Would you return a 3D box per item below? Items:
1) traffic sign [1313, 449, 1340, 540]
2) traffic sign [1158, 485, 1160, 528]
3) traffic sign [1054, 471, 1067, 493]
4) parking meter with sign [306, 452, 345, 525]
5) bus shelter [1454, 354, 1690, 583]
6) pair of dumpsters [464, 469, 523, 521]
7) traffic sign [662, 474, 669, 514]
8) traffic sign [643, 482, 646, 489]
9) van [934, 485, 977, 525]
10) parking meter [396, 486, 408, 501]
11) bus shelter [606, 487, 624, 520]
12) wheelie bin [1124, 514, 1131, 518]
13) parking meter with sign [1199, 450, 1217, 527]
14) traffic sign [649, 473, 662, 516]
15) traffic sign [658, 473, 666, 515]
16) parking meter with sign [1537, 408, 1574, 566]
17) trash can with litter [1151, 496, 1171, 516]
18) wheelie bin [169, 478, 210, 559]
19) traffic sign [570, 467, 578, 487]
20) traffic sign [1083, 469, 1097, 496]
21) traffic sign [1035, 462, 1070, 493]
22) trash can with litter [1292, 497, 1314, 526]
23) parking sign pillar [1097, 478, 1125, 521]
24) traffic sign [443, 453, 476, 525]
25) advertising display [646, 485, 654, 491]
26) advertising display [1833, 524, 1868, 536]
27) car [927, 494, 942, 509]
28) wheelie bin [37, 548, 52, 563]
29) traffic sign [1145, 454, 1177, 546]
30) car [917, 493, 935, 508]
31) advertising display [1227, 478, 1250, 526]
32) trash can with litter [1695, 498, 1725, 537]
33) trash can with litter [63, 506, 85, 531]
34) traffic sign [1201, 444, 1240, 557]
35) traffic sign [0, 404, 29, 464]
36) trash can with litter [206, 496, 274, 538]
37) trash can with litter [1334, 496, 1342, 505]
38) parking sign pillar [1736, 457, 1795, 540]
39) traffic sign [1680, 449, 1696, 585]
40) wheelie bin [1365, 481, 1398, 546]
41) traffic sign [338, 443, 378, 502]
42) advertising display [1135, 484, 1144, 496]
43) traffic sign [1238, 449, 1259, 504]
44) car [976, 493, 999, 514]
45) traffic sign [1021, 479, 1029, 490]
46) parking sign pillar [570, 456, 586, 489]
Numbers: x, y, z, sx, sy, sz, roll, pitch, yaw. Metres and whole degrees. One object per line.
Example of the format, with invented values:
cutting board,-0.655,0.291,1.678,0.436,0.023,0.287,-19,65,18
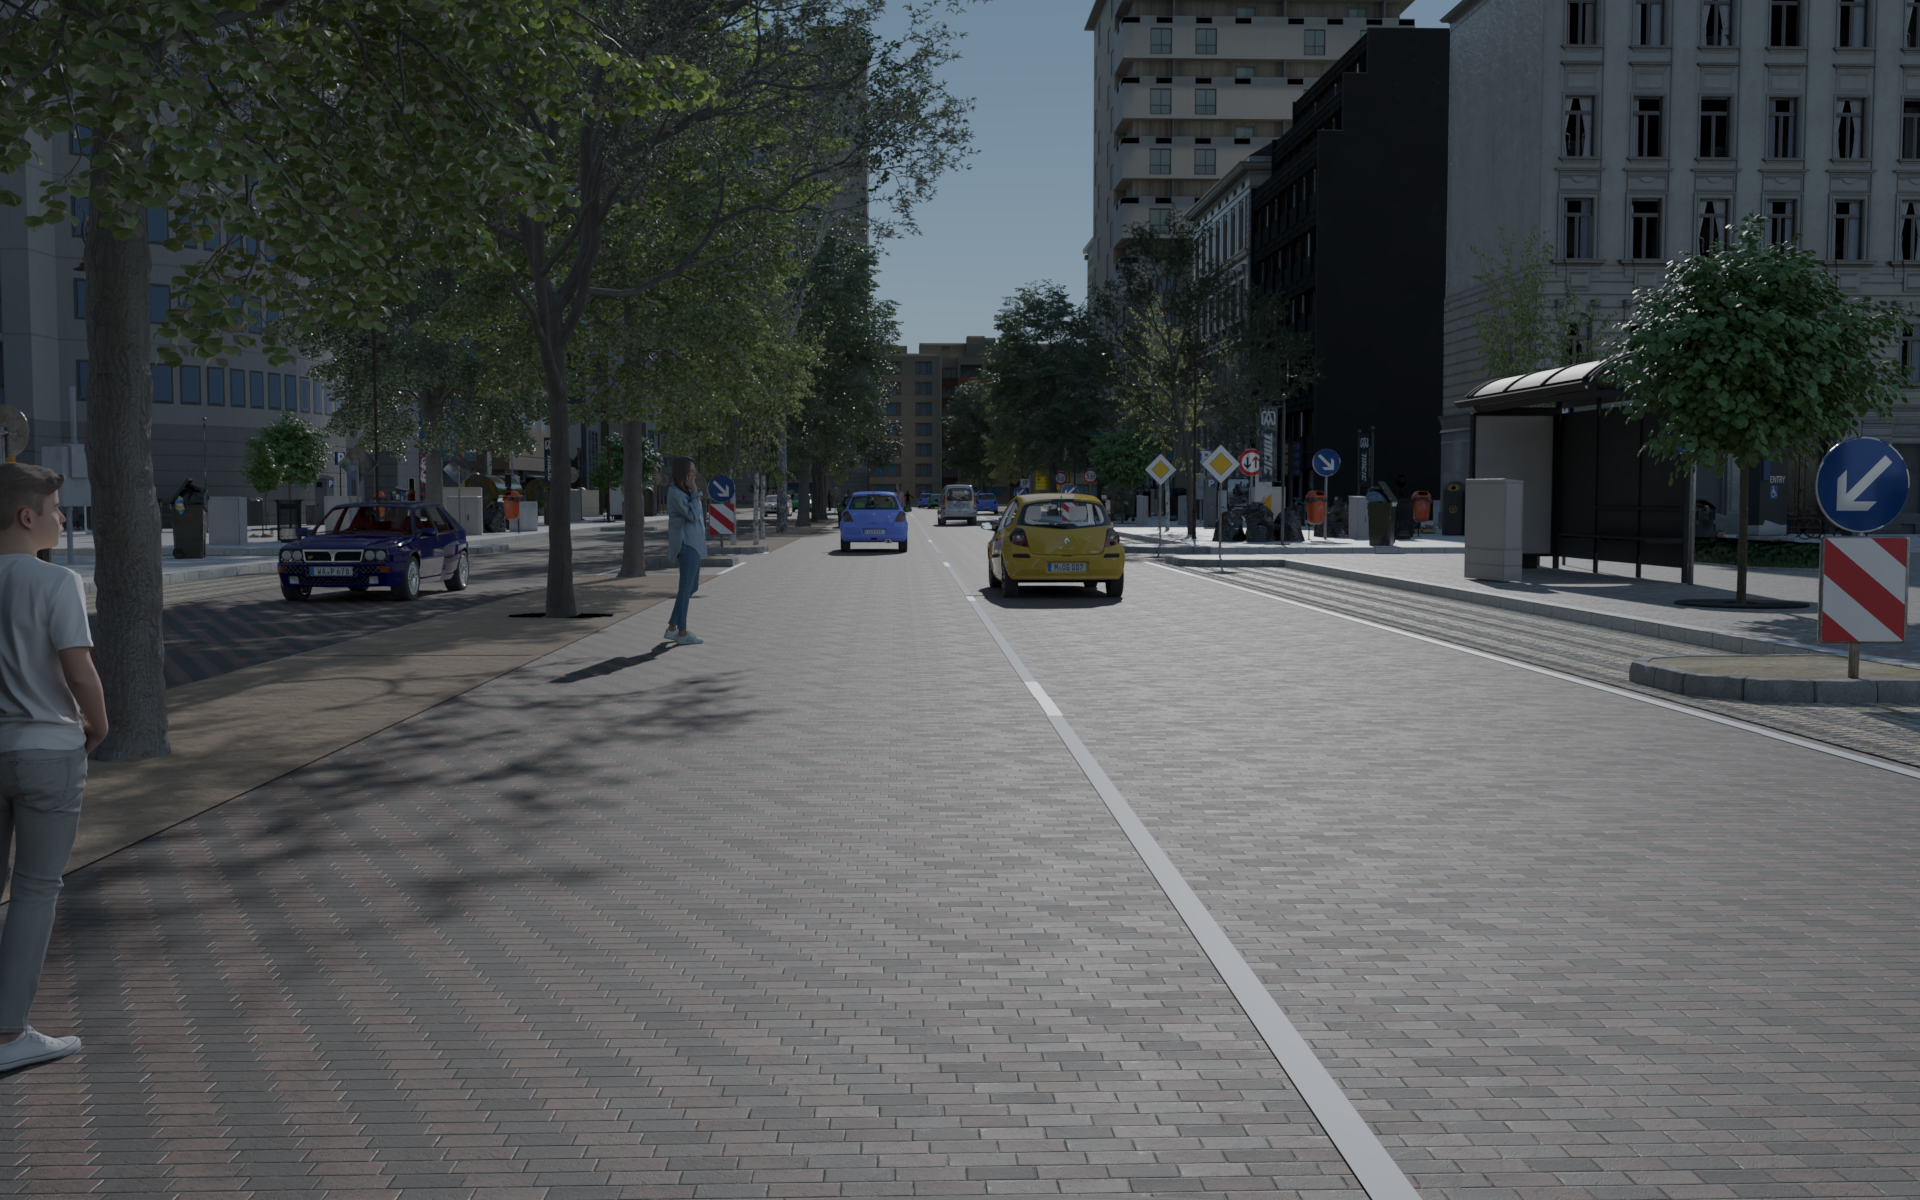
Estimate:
traffic sign,10.307,-2.978,48.792,0.768,2.556,0.104,0,4,6
traffic sign,7.538,-3.935,65.528,0.795,2.450,0.064,0,4,-1
traffic sign,5.649,-5.944,97.296,0.768,2.556,0.104,0,4,-1
parking meter with sign,-26.374,-4.624,71.858,1.738,3.016,0.543,1,4,19
bus shelter,9.651,-2.041,27.288,2.014,3.302,5.546,0,4,-2
pair of dumpsters,-17.507,-3.798,64.593,1.574,2.255,4.437,0,4,-2
traffic sign,-18.733,-6.684,109.382,0.768,2.556,0.104,0,4,3
traffic sign,-18.226,-6.138,94.225,2.265,3.308,0.079,0,4,0
van,-0.149,-4.493,80.474,2.013,2.044,4.112,0,4,-4
parking meter,-18.260,-2.952,56.684,0.372,1.533,0.369,0,3,0
bus shelter,-16.938,-5.795,88.672,2.014,3.302,5.546,0,4,-2
wheelie bin,8.684,-5.149,92.095,0.693,1.594,0.980,-2,4,-32
parking meter with sign,9.766,-4.379,67.851,0.543,3.016,1.738,0,4,-1
traffic sign,-18.008,-6.253,102.339,0.768,2.556,0.104,0,4,3
traffic sign,-18.510,-6.525,106.784,0.768,2.556,0.104,0,4,7
parking meter with sign,10.056,-2.134,31.156,1.738,3.016,0.543,0,4,3
trash can with litter,11.496,-5.522,101.346,1.678,1.210,2.233,1,4,20
wheelie bin,-15.341,-1.627,34.516,0.693,1.594,0.980,-1,4,-17
traffic sign,-18.072,-4.904,80.285,0.768,2.556,0.104,0,4,-1
traffic sign,6.480,-5.256,86.045,0.768,2.556,0.104,0,4,3
traffic sign,5.939,-7.190,111.435,2.265,3.308,0.079,0,4,2
trash can with litter,13.756,-3.518,68.900,1.055,1.170,0.624,2,4,32
parking sign pillar,7.317,-5.844,84.019,1.447,3.967,1.447,1,4,13
traffic sign,-12.257,-2.372,42.432,0.795,2.450,0.064,0,4,-2
advertising display,-19.688,-6.385,109.608,0.974,1.923,0.123,-2,4,-30
advertising display,23.567,-2.482,45.787,0.974,1.923,0.123,0,4,1
car,-2.184,-9.693,167.278,1.959,1.807,4.718,0,4,-3
wheelie bin,-15.153,-1.239,28.173,0.693,1.594,0.980,2,4,33
traffic sign,4.976,-2.409,43.037,0.795,2.450,0.064,0,4,-2
car,-3.458,-10.281,177.683,1.945,1.707,3.694,0,4,-3
advertising display,11.350,-3.999,70.595,0.974,1.923,0.123,2,4,30
trash can with litter,19.747,-2.101,45.734,1.055,1.170,0.624,-2,4,-31
trash can with litter,-31.262,-3.021,60.451,1.678,1.210,2.233,0,4,3
traffic sign,5.267,-1.921,35.057,0.795,2.450,0.064,0,4,-2
traffic sign,-13.585,-1.498,24.606,0.768,2.556,0.104,0,4,5
trash can with litter,-21.191,-2.452,51.146,2.233,1.210,1.678,0,4,0
trash can with litter,12.870,-2.951,59.301,1.678,1.210,2.233,0,4,6
parking sign pillar,21.494,-3.525,46.110,1.447,3.967,1.447,-2,4,-34
traffic sign,10.282,-1.480,24.303,0.768,2.556,0.104,0,4,1
wheelie bin,10.483,-2.154,43.129,0.693,1.594,0.980,2,4,26
traffic sign,-11.967,-1.884,34.452,0.795,2.450,0.064,0,4,-2
advertising display,11.228,-6.304,108.291,0.123,1.923,0.974,3,4,38
traffic sign,8.190,-2.973,48.708,0.768,2.556,0.104,0,4,6
car,1.834,-6.958,123.346,1.945,1.707,3.694,0,4,-1
traffic sign,4.365,-6.978,116.217,0.606,2.300,0.079,0,4,4
parking sign pillar,-25.805,-7.795,115.919,1.447,3.967,1.447,3,5,39
